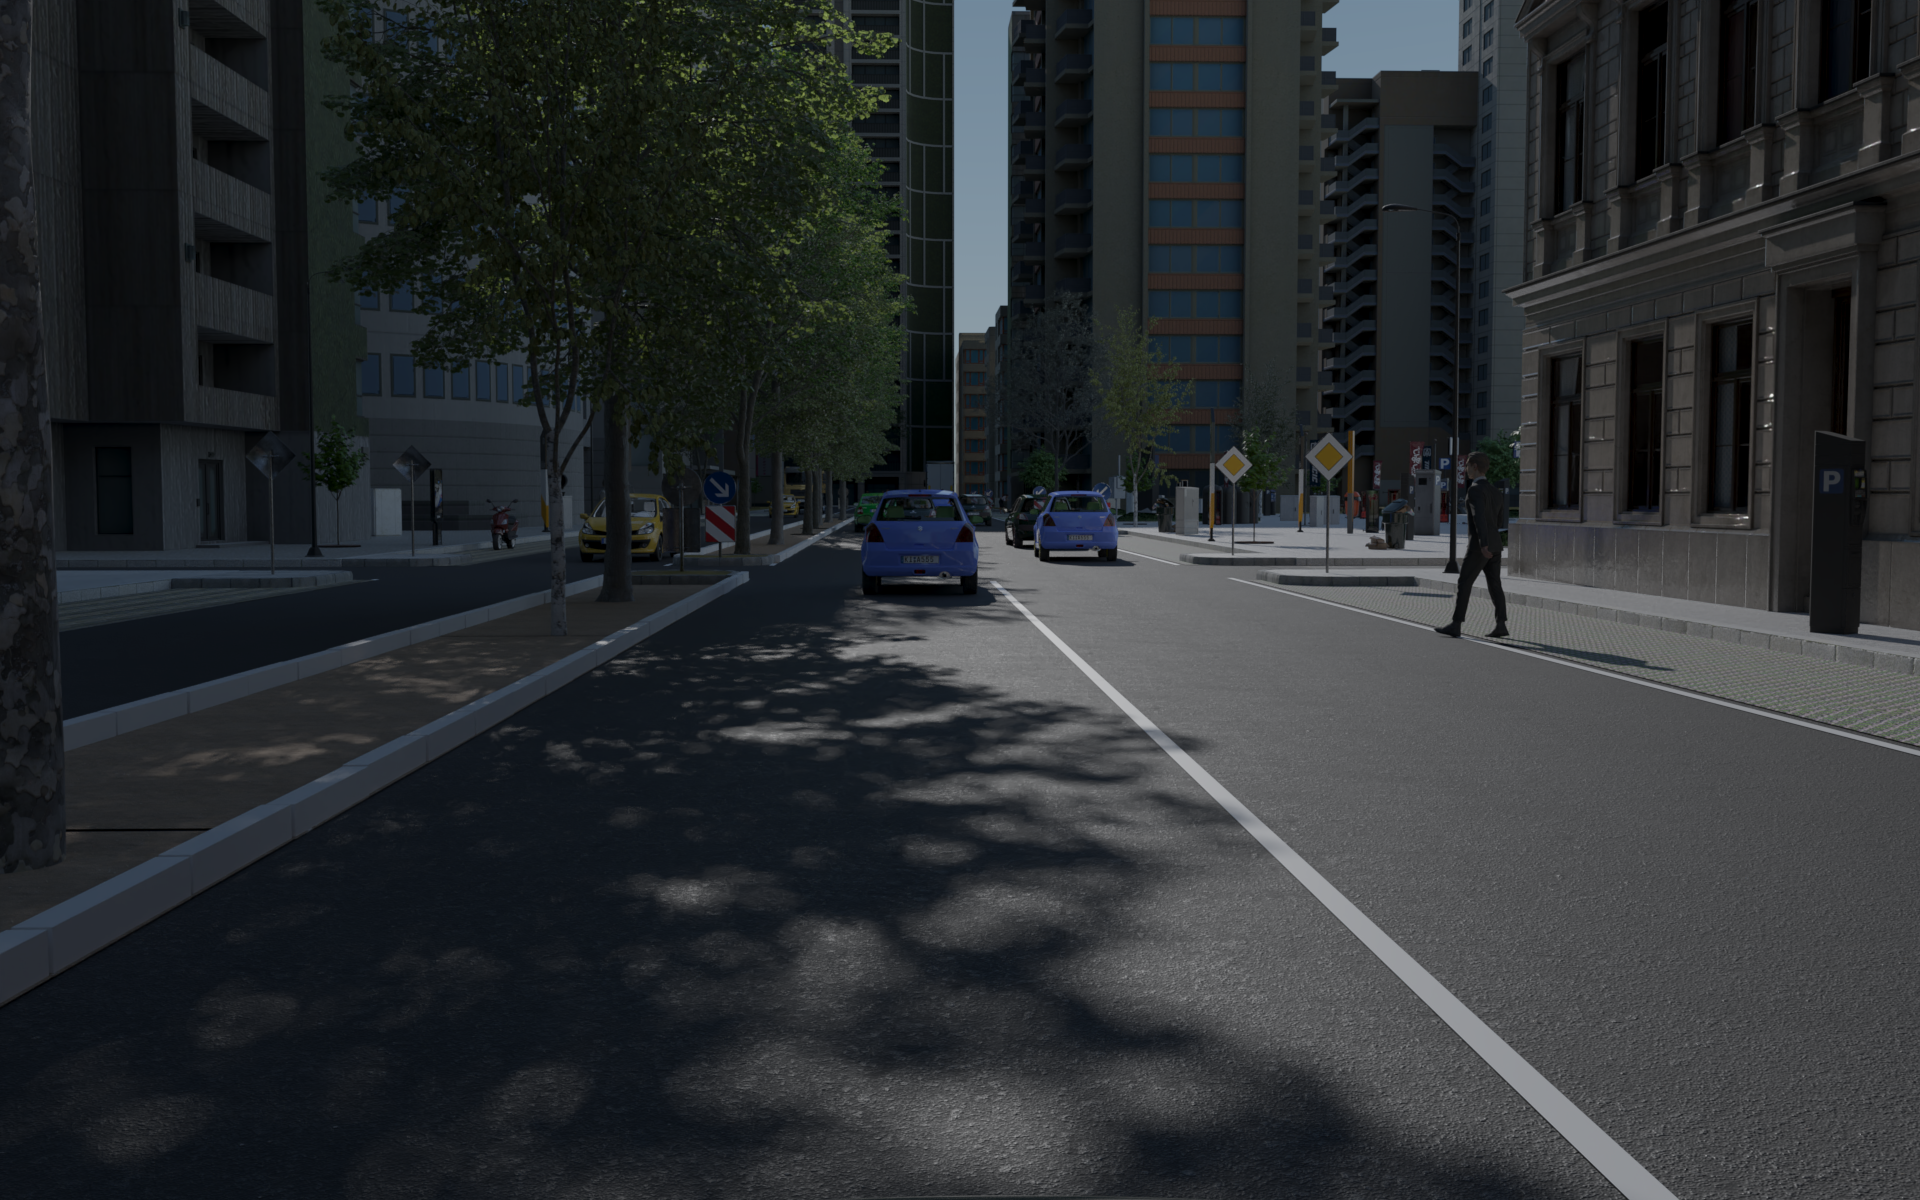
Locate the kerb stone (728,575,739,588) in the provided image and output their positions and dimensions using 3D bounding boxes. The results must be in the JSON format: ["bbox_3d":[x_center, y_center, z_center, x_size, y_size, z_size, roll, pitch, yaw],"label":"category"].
[{"bbox_3d":[-3.484,-0.241,26.133,0.120,0.150,1.000,0,4,-2],"label":"kerb stone"}]

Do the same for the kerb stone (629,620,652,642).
[{"bbox_3d":[-3.168,0.331,16.913,0.120,0.150,1.000,0,4,-2],"label":"kerb stone"}]

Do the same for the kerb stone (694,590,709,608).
[{"bbox_3d":[-3.340,0.009,22.047,0.120,0.150,1.000,0,4,-2],"label":"kerb stone"}]

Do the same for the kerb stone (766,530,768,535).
[{"bbox_3d":[-6.749,-2.273,59.358,0.120,0.150,1.000,0,4,-2],"label":"kerb stone"}]

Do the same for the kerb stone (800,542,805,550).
[{"bbox_3d":[-4.111,-1.336,44.090,0.120,0.150,1.000,0,4,-2],"label":"kerb stone"}]

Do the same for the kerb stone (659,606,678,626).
[{"bbox_3d":[-3.238,0.200,18.980,0.120,0.150,1.000,0,4,-2],"label":"kerb stone"}]

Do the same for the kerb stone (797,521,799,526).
[{"bbox_3d":[-7.354,-3.338,76.770,0.120,0.150,1.000,0,4,-2],"label":"kerb stone"}]

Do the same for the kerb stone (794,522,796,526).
[{"bbox_3d":[-7.286,-3.212,74.709,0.120,0.150,1.000,0,4,-2],"label":"kerb stone"}]

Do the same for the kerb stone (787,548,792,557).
[{"bbox_3d":[-3.925,-1.026,38.972,0.120,0.150,1.000,0,4,-2],"label":"kerb stone"}]

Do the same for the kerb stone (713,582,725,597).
[{"bbox_3d":[-3.410,-0.112,24.090,0.120,0.150,1.000,0,4,-2],"label":"kerb stone"}]

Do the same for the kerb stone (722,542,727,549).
[{"bbox_3d":[-6.241,-1.393,45.031,0.120,0.150,1.000,0,4,-2],"label":"kerb stone"}]

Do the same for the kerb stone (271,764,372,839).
[{"bbox_3d":[-2.836,0.892,7.685,0.120,0.150,1.000,0,4,-2],"label":"kerb stone"}]

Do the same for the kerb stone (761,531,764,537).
[{"bbox_3d":[-6.680,-2.147,57.302,0.120,0.150,1.000,0,4,-2],"label":"kerb stone"}]

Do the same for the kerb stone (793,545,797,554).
[{"bbox_3d":[-4.004,-1.151,41.022,0.120,0.150,1.000,0,4,-2],"label":"kerb stone"}]

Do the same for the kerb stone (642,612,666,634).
[{"bbox_3d":[-3.199,0.260,17.945,0.120,0.150,1.000,0,4,-2],"label":"kerb stone"}]

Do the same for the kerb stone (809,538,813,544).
[{"bbox_3d":[-4.248,-1.591,48.200,0.120,0.150,1.000,0,4,-2],"label":"kerb stone"}]

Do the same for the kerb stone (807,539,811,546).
[{"bbox_3d":[-4.219,-1.528,47.174,0.120,0.150,1.000,0,4,-2],"label":"kerb stone"}]

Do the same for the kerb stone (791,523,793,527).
[{"bbox_3d":[-7.212,-3.087,72.665,0.120,0.150,1.000,0,4,-2],"label":"kerb stone"}]

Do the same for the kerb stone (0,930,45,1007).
[{"bbox_3d":[-2.734,1.078,4.613,0.120,0.150,1.000,0,4,-2],"label":"kerb stone"}]

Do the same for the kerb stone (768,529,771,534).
[{"bbox_3d":[-6.781,-2.336,60.388,0.120,0.150,1.000,0,4,-2],"label":"kerb stone"}]

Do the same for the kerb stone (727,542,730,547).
[{"bbox_3d":[-6.286,-1.455,46.052,0.120,0.150,1.000,0,4,-2],"label":"kerb stone"}]

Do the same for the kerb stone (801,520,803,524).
[{"bbox_3d":[-7.459,-3.526,79.838,0.120,0.150,1.000,0,4,-2],"label":"kerb stone"}]

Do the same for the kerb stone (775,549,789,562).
[{"bbox_3d":[-3.897,-0.963,37.940,0.120,0.150,1.000,0,4,-2],"label":"kerb stone"}]

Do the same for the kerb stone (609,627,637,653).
[{"bbox_3d":[-3.127,0.386,15.887,0.120,0.150,1.000,0,4,-2],"label":"kerb stone"}]

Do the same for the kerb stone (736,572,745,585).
[{"bbox_3d":[-3.514,-0.300,27.163,0.120,0.150,1.000,0,4,-2],"label":"kerb stone"}]

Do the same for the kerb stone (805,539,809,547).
[{"bbox_3d":[-4.182,-1.465,46.147,0.120,0.150,1.000,0,4,-2],"label":"kerb stone"}]

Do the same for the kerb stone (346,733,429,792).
[{"bbox_3d":[-2.881,0.825,8.706,0.120,0.150,1.000,0,4,-2],"label":"kerb stone"}]

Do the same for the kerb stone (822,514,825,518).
[{"bbox_3d":[-8.500,-5.345,109.582,0.120,0.150,1.000,0,4,-2],"label":"kerb stone"}]

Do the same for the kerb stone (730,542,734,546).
[{"bbox_3d":[-6.308,-1.517,47.080,0.120,0.150,1.000,0,4,-2],"label":"kerb stone"}]

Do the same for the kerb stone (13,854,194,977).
[{"bbox_3d":[-2.768,1.015,5.634,0.120,0.150,1.000,0,4,-2],"label":"kerb stone"}]

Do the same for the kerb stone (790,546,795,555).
[{"bbox_3d":[-3.960,-1.089,40.001,0.120,0.150,1.000,0,4,-2],"label":"kerb stone"}]

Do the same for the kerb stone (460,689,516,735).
[{"bbox_3d":[-2.942,0.700,10.752,0.120,0.150,1.000,0,4,-2],"label":"kerb stone"}]

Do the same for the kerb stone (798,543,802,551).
[{"bbox_3d":[-4.076,-1.274,43.068,0.120,0.150,1.000,0,4,-2],"label":"kerb stone"}]

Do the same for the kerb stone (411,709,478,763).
[{"bbox_3d":[-2.908,0.763,9.727,0.120,0.150,1.000,0,4,-2],"label":"kerb stone"}]

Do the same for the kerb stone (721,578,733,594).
[{"bbox_3d":[-3.442,-0.178,25.112,0.120,0.150,1.000,0,4,-2],"label":"kerb stone"}]

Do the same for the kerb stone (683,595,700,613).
[{"bbox_3d":[-3.304,0.072,21.023,0.120,0.150,1.000,0,4,-2],"label":"kerb stone"}]

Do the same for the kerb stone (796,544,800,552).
[{"bbox_3d":[-4.032,-1.211,42.044,0.120,0.150,1.000,0,4,-2],"label":"kerb stone"}]

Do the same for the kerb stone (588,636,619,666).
[{"bbox_3d":[-3.085,0.451,14.857,0.120,0.150,1.000,0,4,-2],"label":"kerb stone"}]

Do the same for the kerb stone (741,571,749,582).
[{"bbox_3d":[-3.544,-0.367,28.193,0.120,0.150,1.000,0,4,-2],"label":"kerb stone"}]

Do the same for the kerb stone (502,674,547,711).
[{"bbox_3d":[-2.986,0.644,11.778,0.120,0.150,1.000,0,4,-2],"label":"kerb stone"}]

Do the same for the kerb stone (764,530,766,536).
[{"bbox_3d":[-6.713,-2.205,58.330,0.120,0.150,1.000,0,4,-2],"label":"kerb stone"}]

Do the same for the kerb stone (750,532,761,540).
[{"bbox_3d":[-6.637,-2.077,56.276,0.120,0.150,1.000,0,4,-2],"label":"kerb stone"}]

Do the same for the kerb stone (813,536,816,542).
[{"bbox_3d":[-4.326,-1.713,50.249,0.120,0.150,1.000,0,4,-2],"label":"kerb stone"}]

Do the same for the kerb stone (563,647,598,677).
[{"bbox_3d":[-3.056,0.518,13.828,0.120,0.150,1.000,0,4,-2],"label":"kerb stone"}]

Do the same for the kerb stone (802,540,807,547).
[{"bbox_3d":[-4.142,-1.402,45.116,0.120,0.150,1.000,0,4,-2],"label":"kerb stone"}]

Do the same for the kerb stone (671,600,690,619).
[{"bbox_3d":[-3.272,0.134,20.001,0.120,0.150,1.000,0,4,-2],"label":"kerb stone"}]

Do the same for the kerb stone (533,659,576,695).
[{"bbox_3d":[-3.014,0.580,12.800,0.120,0.150,1.000,0,4,-2],"label":"kerb stone"}]

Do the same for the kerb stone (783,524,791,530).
[{"bbox_3d":[-7.175,-3.024,71.644,0.120,0.150,1.000,0,4,-2],"label":"kerb stone"}]

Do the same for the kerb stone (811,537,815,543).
[{"bbox_3d":[-4.290,-1.651,49.227,0.120,0.150,1.000,0,4,-2],"label":"kerb stone"}]

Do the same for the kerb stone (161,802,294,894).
[{"bbox_3d":[-2.806,0.950,6.657,0.120,0.150,1.000,0,4,-2],"label":"kerb stone"}]

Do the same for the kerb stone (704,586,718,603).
[{"bbox_3d":[-3.375,-0.053,23.069,0.120,0.150,1.000,0,4,-2],"label":"kerb stone"}]
